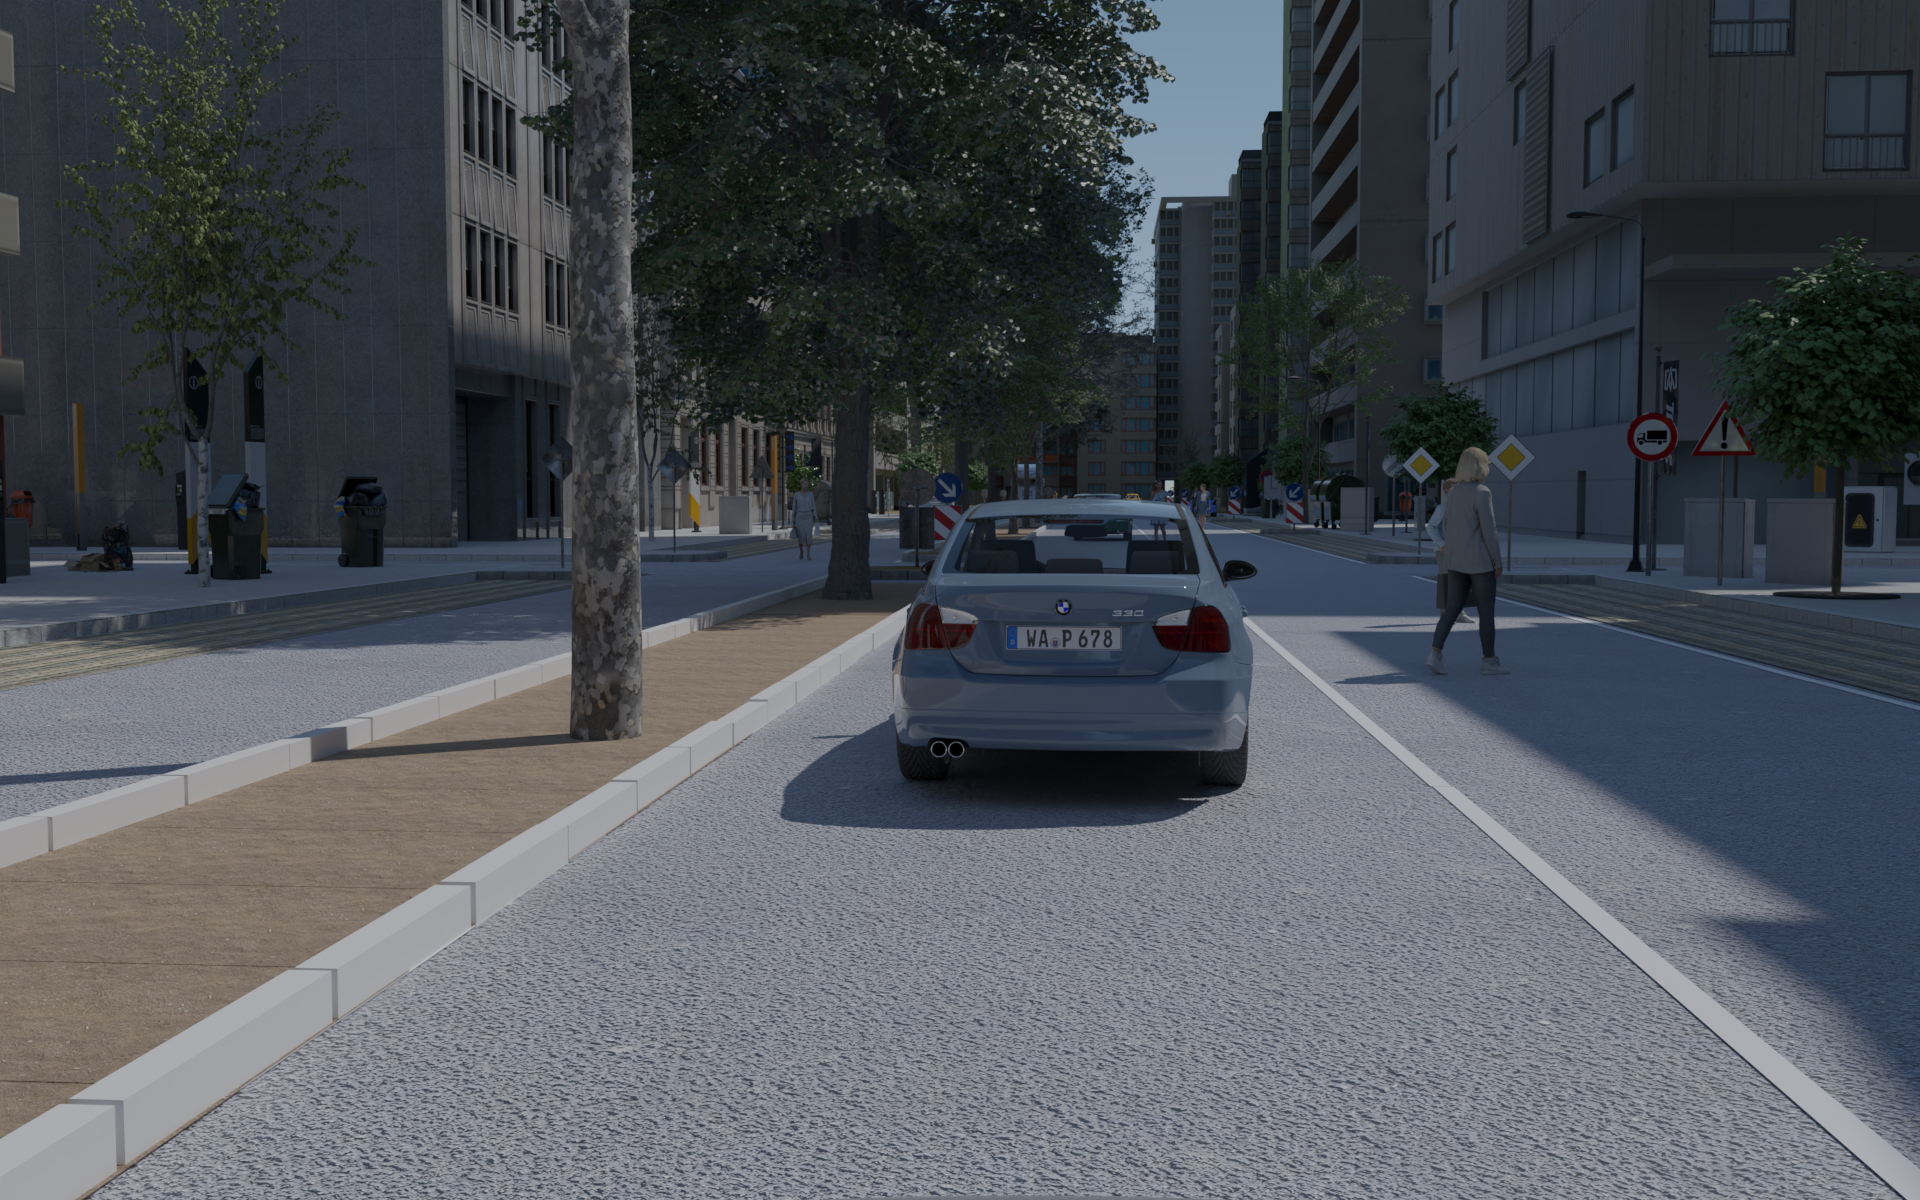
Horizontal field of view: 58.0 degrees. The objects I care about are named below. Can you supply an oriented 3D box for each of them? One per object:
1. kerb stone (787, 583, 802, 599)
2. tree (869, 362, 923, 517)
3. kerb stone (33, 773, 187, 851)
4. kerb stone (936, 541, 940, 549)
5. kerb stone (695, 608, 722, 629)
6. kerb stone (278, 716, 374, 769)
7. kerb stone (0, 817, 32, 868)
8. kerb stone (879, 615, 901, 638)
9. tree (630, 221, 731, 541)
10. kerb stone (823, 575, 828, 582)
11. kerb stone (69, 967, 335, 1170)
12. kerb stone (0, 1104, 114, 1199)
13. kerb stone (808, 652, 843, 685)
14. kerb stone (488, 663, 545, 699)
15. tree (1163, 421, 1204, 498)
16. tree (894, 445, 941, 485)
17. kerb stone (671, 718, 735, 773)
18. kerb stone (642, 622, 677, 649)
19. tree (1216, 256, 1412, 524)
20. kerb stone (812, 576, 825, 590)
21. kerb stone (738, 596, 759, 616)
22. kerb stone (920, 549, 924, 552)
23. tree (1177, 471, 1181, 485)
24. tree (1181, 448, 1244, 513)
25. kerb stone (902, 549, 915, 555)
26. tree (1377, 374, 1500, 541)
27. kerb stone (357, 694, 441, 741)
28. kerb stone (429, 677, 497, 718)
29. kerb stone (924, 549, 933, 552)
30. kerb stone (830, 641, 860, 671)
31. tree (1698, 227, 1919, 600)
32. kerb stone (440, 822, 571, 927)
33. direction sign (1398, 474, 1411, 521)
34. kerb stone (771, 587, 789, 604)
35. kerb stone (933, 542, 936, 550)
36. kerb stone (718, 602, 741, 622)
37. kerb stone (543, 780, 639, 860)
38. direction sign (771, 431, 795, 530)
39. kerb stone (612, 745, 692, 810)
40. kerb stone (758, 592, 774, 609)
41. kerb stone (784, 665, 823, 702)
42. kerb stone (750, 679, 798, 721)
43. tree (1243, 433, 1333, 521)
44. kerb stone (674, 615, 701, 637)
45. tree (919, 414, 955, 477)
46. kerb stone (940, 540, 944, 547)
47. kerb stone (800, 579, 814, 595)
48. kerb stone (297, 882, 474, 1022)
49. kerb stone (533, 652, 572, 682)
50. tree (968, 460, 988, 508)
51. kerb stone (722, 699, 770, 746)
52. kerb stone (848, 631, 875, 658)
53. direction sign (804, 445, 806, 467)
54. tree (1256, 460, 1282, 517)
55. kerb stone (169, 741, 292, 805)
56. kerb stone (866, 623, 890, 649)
[{"bbox_3d":[-2.347,-0.095,23.746,0.120,0.150,1.000,0,4,5],"label":"kerb stone"},{"bbox_3d":[-3.932,-8.900,95.882,4.360,8.622,3.978,0,3,0],"label":"tree"},{"bbox_3d":[-3.639,0.908,7.411,0.120,0.150,1.000,0,4,5],"label":"kerb stone"},{"bbox_3d":[-0.686,-1.382,44.793,0.120,0.150,1.000,0,4,5],"label":"kerb stone"},{"bbox_3d":[-2.751,0.218,18.626,0.120,0.150,1.000,0,4,5],"label":"kerb stone"},{"bbox_3d":[-3.483,0.788,9.452,0.120,0.150,1.000,0,4,5],"label":"kerb stone"},{"bbox_3d":[-3.722,0.967,6.386,0.120,0.150,1.000,0,4,5],"label":"kerb stone"},{"bbox_3d":[-0.737,0.290,17.452,0.120,0.150,1.000,0,4,5],"label":"kerb stone"},{"bbox_3d":[-8.298,-5.887,46.620,4.360,8.622,3.978,0,3,0],"label":"tree"},{"bbox_3d":[-2.109,-0.279,26.808,0.120,0.150,1.000,0,4,5],"label":"kerb stone"},{"bbox_3d":[-1.790,1.102,4.171,0.120,0.150,1.000,0,4,5],"label":"kerb stone"},{"bbox_3d":[-1.872,1.165,3.144,0.120,0.150,1.000,0,4,5],"label":"kerb stone"},{"bbox_3d":[-1.058,0.540,13.370,0.120,0.150,1.000,0,4,5],"label":"kerb stone"},{"bbox_3d":[-3.238,0.594,12.509,0.120,0.150,1.000,0,4,5],"label":"kerb stone"},{"bbox_3d":[22.857,-13.782,175.705,4.360,8.622,3.978,0,3,0],"label":"tree"},{"bbox_3d":[-2.825,-7.889,112.703,4.285,4.588,4.351,0,3,0],"label":"tree"},{"bbox_3d":[-1.385,0.789,9.293,0.120,0.150,1.000,0,4,5],"label":"kerb stone"},{"bbox_3d":[-2.914,0.346,16.589,0.120,0.150,1.000,0,4,5],"label":"kerb stone"},{"bbox_3d":[15.072,-9.099,74.521,9.928,11.665,9.643,0,3,0],"label":"tree"},{"bbox_3d":[-2.189,-0.220,25.787,0.120,0.150,1.000,0,4,5],"label":"kerb stone"},{"bbox_3d":[-2.586,0.093,20.681,0.120,0.150,1.000,0,4,5],"label":"kerb stone"},{"bbox_3d":[-1.012,-1.132,40.696,0.120,0.150,1.000,0,4,5],"label":"kerb stone"},{"bbox_3d":[21.209,-10.446,154.509,4.285,4.588,4.351,0,3,0],"label":"tree"},{"bbox_3d":[18.477,-8.344,120.134,4.285,4.588,4.351,0,3,0],"label":"tree"},{"bbox_3d":[-1.169,-1.006,38.641,0.120,0.150,1.000,0,4,5],"label":"kerb stone"},{"bbox_3d":[13.216,-3.911,47.662,4.285,4.588,4.351,0,3,0],"label":"tree"},{"bbox_3d":[-3.400,0.717,10.472,0.120,0.150,1.000,0,4,5],"label":"kerb stone"},{"bbox_3d":[-3.324,0.655,11.491,0.120,0.150,1.000,0,4,5],"label":"kerb stone"},{"bbox_3d":[-0.846,-1.257,42.750,0.120,0.150,1.000,0,4,5],"label":"kerb stone"},{"bbox_3d":[-0.976,0.477,14.393,0.120,0.150,1.000,0,4,5],"label":"kerb stone"},{"bbox_3d":[10.902,-2.317,21.605,4.285,4.588,4.351,0,3,0],"label":"tree"},{"bbox_3d":[-1.621,0.976,6.230,0.120,0.150,1.000,0,4,5],"label":"kerb stone"},{"bbox_3d":[20.960,-5.505,81.997,0.379,3.537,0.876,-3,5,-43],"label":"direction sign"},{"bbox_3d":[-2.429,-0.032,22.719,0.120,0.150,1.000,0,4,5],"label":"kerb stone"},{"bbox_3d":[-0.765,-1.318,43.771,0.120,0.150,1.000,0,4,5],"label":"kerb stone"},{"bbox_3d":[-2.674,0.155,19.663,0.120,0.150,1.000,0,4,5],"label":"kerb stone"},{"bbox_3d":[-1.545,0.920,7.250,0.120,0.150,1.000,0,4,5],"label":"kerb stone"},{"bbox_3d":[-6.389,-4.310,62.463,0.876,3.537,0.379,1,4,11],"label":"direction sign"},{"bbox_3d":[-1.467,0.851,8.275,0.120,0.150,1.000,0,4,5],"label":"kerb stone"},{"bbox_3d":[-2.513,0.032,21.700,0.120,0.150,1.000,0,4,5],"label":"kerb stone"},{"bbox_3d":[-1.137,0.603,12.349,0.120,0.150,1.000,0,4,5],"label":"kerb stone"},{"bbox_3d":[-1.222,0.665,11.331,0.120,0.150,1.000,0,4,5],"label":"kerb stone"},{"bbox_3d":[16.195,-6.079,83.108,4.285,4.588,4.351,0,3,0],"label":"tree"},{"bbox_3d":[-2.832,0.288,17.608,0.120,0.150,1.000,0,4,5],"label":"kerb stone"},{"bbox_3d":[-1.462,-11.103,131.901,4.737,8.622,4.395,0,3,0],"label":"tree"},{"bbox_3d":[-0.604,-1.444,45.812,0.120,0.150,1.000,0,4,5],"label":"kerb stone"},{"bbox_3d":[-2.267,-0.157,24.765,0.120,0.150,1.000,0,4,5],"label":"kerb stone"},{"bbox_3d":[-1.707,1.043,5.198,0.120,0.150,1.000,0,4,5],"label":"kerb stone"},{"bbox_3d":[-3.161,0.530,13.529,0.120,0.150,1.000,0,4,5],"label":"kerb stone"},{"bbox_3d":[1.932,-11.887,178.058,4.285,4.588,4.351,0,3,0],"label":"tree"},{"bbox_3d":[-1.300,0.740,10.312,0.120,0.150,1.000,0,4,5],"label":"kerb stone"},{"bbox_3d":[-0.903,0.415,15.412,0.120,0.150,1.000,0,4,5],"label":"kerb stone"},{"bbox_3d":[-7.133,-5.362,79.660,0.379,3.537,0.876,0,4,0],"label":"direction sign"},{"bbox_3d":[17.239,-6.307,97.727,1.663,3.219,1.824,0,3,0],"label":"tree"},{"bbox_3d":[-3.555,0.844,8.432,0.120,0.150,1.000,0,4,5],"label":"kerb stone"},{"bbox_3d":[-0.813,0.352,16.433,0.120,0.150,1.000,0,4,5],"label":"kerb stone"}]
